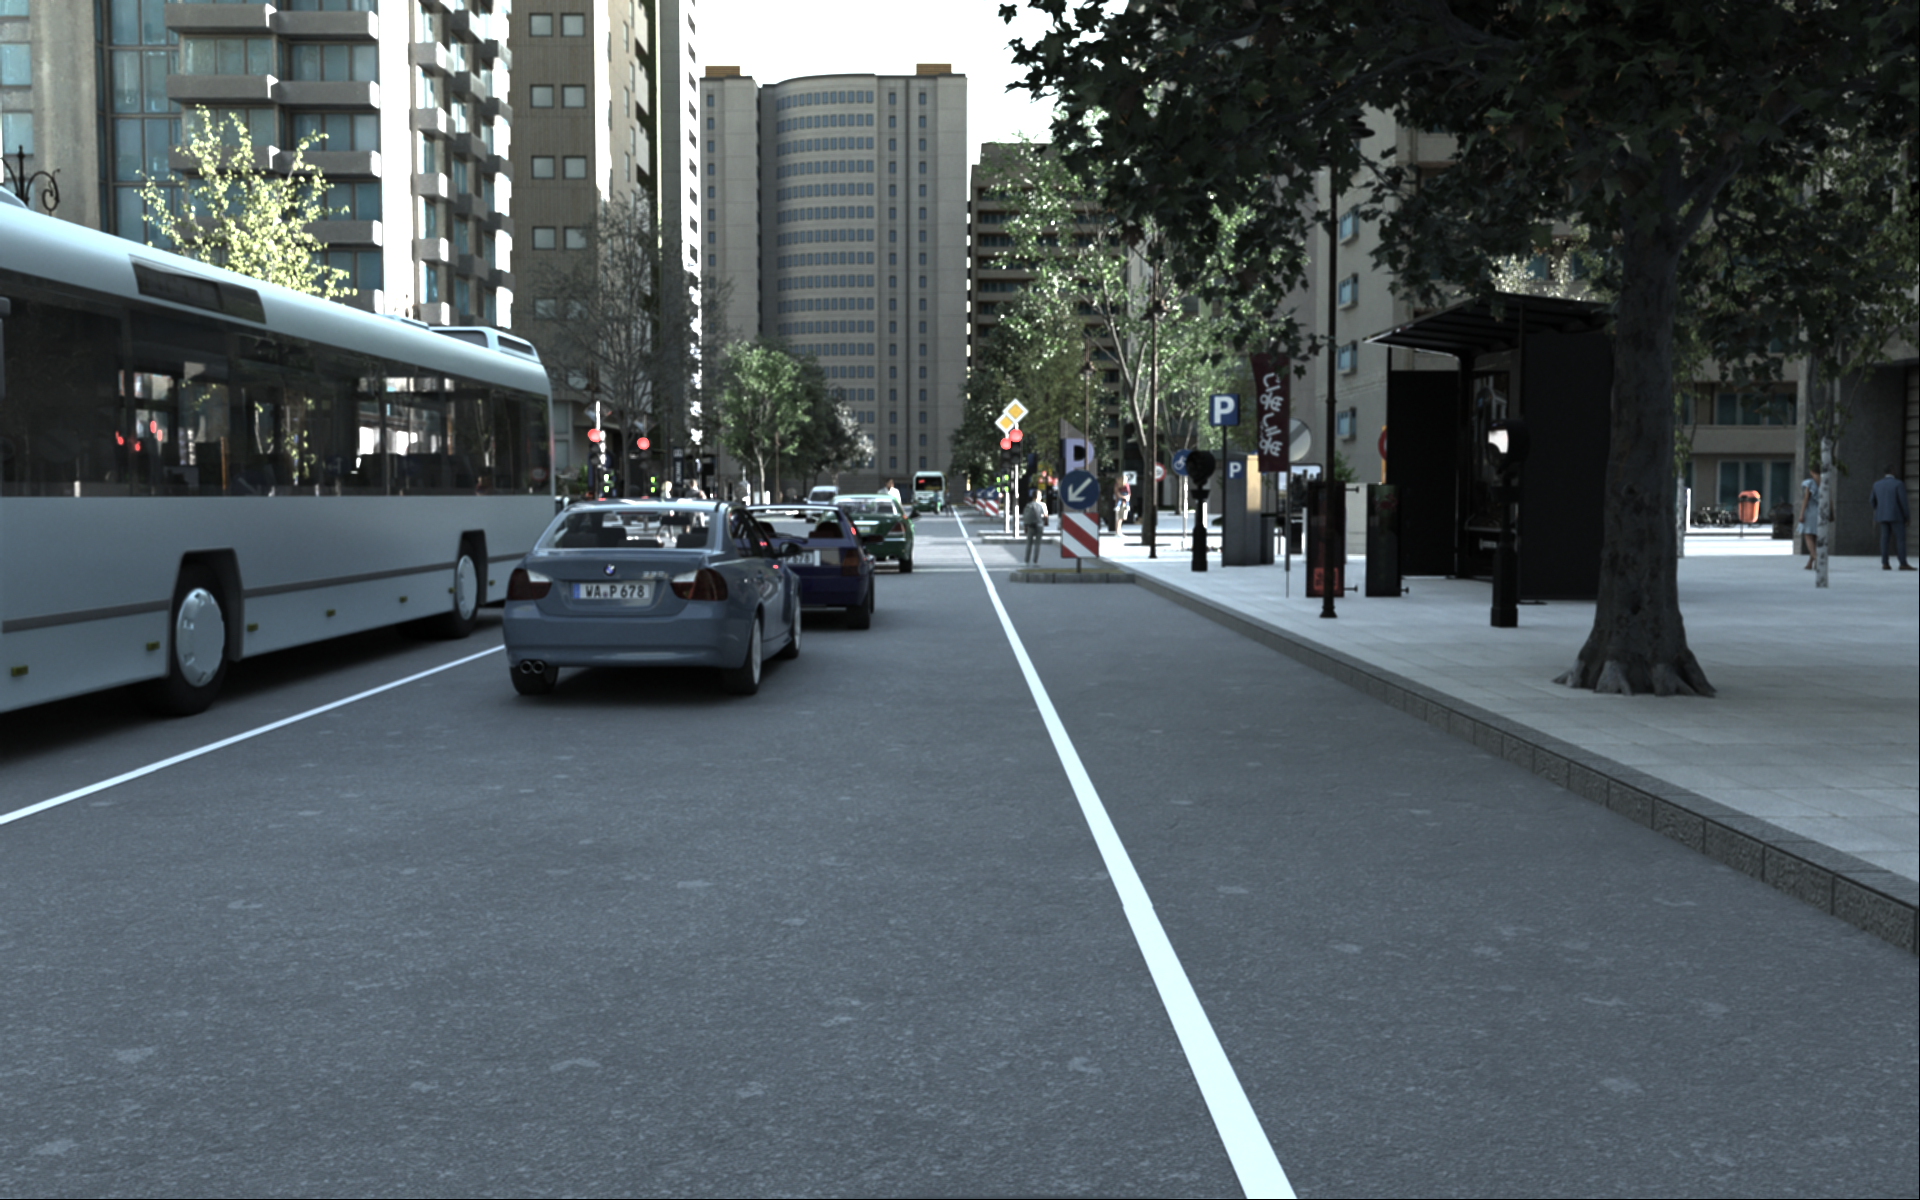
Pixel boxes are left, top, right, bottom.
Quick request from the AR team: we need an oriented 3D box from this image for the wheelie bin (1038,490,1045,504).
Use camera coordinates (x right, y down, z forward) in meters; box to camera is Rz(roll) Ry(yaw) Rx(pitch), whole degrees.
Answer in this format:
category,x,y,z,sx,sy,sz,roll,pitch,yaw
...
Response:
category,x,y,z,sx,sy,sz,roll,pitch,yaw
wheelie bin,6.171,-7.591,132.013,0.980,1.594,0.693,1,4,20

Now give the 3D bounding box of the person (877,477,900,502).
category,x,y,z,sx,sy,sz,roll,pitch,yaw
person,-1.741,-2.033,41.592,0.661,1.843,0.795,-1,4,-21

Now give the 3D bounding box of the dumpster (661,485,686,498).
category,x,y,z,sx,sy,sz,roll,pitch,yaw
dumpster,-14.981,-5.218,91.079,1.264,1.857,1.865,0,4,0

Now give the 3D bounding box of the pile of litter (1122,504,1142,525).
category,x,y,z,sx,sy,sz,roll,pitch,yaw
pile of litter,7.459,-3.645,73.560,1.176,0.858,1.719,2,4,34

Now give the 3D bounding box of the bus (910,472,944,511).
category,x,y,z,sx,sy,sz,roll,pitch,yaw
bus,-2.824,-9.496,150.122,2.948,3.499,13.247,0,4,-2

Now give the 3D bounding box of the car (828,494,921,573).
category,x,y,z,sx,sy,sz,roll,pitch,yaw
car,-1.804,-1.298,33.028,2.131,1.459,4.920,0,4,-1

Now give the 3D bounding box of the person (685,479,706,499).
category,x,y,z,sx,sy,sz,roll,pitch,yaw
person,-7.062,-2.313,46.276,0.622,1.834,0.822,-2,4,-34

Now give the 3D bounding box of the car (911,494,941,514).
category,x,y,z,sx,sy,sz,roll,pitch,yaw
car,-2.370,-6.626,120.139,2.131,1.459,4.920,0,4,1

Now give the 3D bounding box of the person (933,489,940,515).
category,x,y,z,sx,sy,sz,roll,pitch,yaw
person,-1.581,-6.567,116.218,0.444,1.785,0.601,0,4,6

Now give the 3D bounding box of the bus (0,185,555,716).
category,x,y,z,sx,sy,sz,roll,pitch,yaw
bus,-6.127,-1.170,13.985,2.948,3.499,13.247,0,4,0

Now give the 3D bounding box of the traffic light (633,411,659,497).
category,x,y,z,sx,sy,sz,roll,pitch,yaw
traffic light,-10.621,-4.259,58.555,0.839,4.253,0.868,0,4,0

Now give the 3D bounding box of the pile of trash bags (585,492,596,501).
category,x,y,z,sx,sy,sz,roll,pitch,yaw
pile of trash bags,-16.146,-3.659,69.573,3.447,1.369,1.912,0,4,1

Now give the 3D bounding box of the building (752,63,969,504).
category,x,y,z,sx,sy,sz,roll,pitch,yaw
building,-13.037,-42.694,240.051,28.212,58.520,21.231,0,4,0

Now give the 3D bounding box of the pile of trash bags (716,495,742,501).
category,x,y,z,sx,sy,sz,roll,pitch,yaw
pile of trash bags,-14.799,-5.920,106.545,3.447,1.369,1.912,1,4,11

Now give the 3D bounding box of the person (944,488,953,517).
category,x,y,z,sx,sy,sz,roll,pitch,yaw
person,-0.717,-6.141,109.182,0.520,1.790,0.573,-1,4,-22

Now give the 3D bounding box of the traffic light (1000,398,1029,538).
category,x,y,z,sx,sy,sz,roll,pitch,yaw
traffic light,1.601,-3.777,50.680,0.839,4.253,0.868,0,4,0

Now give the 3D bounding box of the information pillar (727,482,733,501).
category,x,y,z,sx,sy,sz,roll,pitch,yaw
information pillar,-13.820,-6.090,104.062,0.304,2.012,0.304,-1,4,-21

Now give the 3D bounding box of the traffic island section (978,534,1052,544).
category,x,y,z,sx,sy,sz,roll,pitch,yaw
traffic island section,1.641,-1.744,50.794,2.009,0.180,2.903,0,4,0

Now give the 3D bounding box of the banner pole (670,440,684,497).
category,x,y,z,sx,sy,sz,roll,pitch,yaw
banner pole,-13.198,-5.517,80.221,0.863,3.779,0.401,-1,4,-12

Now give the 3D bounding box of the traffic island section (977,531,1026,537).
category,x,y,z,sx,sy,sz,roll,pitch,yaw
traffic island section,1.579,-2.232,58.779,2.009,0.180,2.903,0,4,0

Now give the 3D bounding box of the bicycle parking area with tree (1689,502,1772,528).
category,x,y,z,sx,sy,sz,roll,pitch,yaw
bicycle parking area with tree,25.958,-4.961,68.111,9.016,4.147,8.231,0,4,1

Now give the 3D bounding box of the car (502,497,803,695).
category,x,y,z,sx,sy,sz,roll,pitch,yaw
car,-2.294,-0.101,13.653,2.014,1.417,4.499,0,4,1

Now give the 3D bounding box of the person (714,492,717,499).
category,x,y,z,sx,sy,sz,roll,pitch,yaw
person,-27.670,-11.543,195.223,0.683,1.767,0.568,-2,4,-28

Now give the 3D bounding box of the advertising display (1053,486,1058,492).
category,x,y,z,sx,sy,sz,roll,pitch,yaw
advertising display,7.106,-7.703,131.150,0.974,1.923,0.123,3,4,37

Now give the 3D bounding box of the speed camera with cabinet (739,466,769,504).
category,x,y,z,sx,sy,sz,roll,pitch,yaw
speed camera with cabinet,-14.653,-7.878,123.142,2.038,3.252,0.660,0,4,2

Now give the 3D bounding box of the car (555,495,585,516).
category,x,y,z,sx,sy,sz,roll,pitch,yaw
car,-5.956,-0.854,23.748,2.009,1.686,4.222,0,4,-1

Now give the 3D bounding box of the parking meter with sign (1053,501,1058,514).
category,x,y,z,sx,sy,sz,roll,pitch,yaw
parking meter with sign,6.919,-7.101,112.368,1.738,3.016,0.543,0,4,-8

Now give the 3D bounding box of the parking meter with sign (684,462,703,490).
category,x,y,z,sx,sy,sz,roll,pitch,yaw
parking meter with sign,-14.720,-5.913,92.937,1.738,3.016,0.543,-2,4,-30

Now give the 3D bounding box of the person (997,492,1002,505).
category,x,y,z,sx,sy,sz,roll,pitch,yaw
person,4.577,-11.944,202.263,0.756,1.711,0.436,0,4,4

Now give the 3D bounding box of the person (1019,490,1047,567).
category,x,y,z,sx,sy,sz,roll,pitch,yaw
person,1.442,-1.413,34.203,0.503,1.515,0.523,-1,4,-23

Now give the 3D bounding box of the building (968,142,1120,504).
category,x,y,z,sx,sy,sz,roll,pitch,yaw
building,11.862,-37.785,241.487,21.600,48.544,21.300,0,4,0

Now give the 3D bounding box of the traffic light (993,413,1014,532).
category,x,y,z,sx,sy,sz,roll,pitch,yaw
traffic light,1.539,-4.266,58.664,0.839,4.253,0.868,0,4,0

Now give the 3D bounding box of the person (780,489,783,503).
category,x,y,z,sx,sy,sz,roll,pitch,yaw
person,-20.122,-11.489,193.889,0.705,1.824,1.348,-2,4,-25

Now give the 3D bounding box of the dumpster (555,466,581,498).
category,x,y,z,sx,sy,sz,roll,pitch,yaw
dumpster,-13.912,-3.468,59.195,1.502,2.255,1.985,0,4,-1

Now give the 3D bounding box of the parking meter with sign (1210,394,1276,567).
category,x,y,z,sx,sy,sz,roll,pitch,yaw
parking meter with sign,5.095,-2.123,30.973,0.543,3.016,1.738,2,4,35

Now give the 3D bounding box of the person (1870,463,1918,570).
category,x,y,z,sx,sy,sz,roll,pitch,yaw
person,15.755,-1.409,29.262,0.419,1.800,0.721,-3,4,-38

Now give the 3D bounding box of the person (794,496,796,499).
category,x,y,z,sx,sy,sz,roll,pitch,yaw
person,-18.353,-11.382,192.857,0.721,1.743,1.217,-1,4,-10

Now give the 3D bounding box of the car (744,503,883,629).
category,x,y,z,sx,sy,sz,roll,pitch,yaw
car,-1.849,-0.435,19.694,1.945,1.354,3.894,0,4,-2

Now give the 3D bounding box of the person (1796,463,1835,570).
category,x,y,z,sx,sy,sz,roll,pitch,yaw
person,14.436,-1.408,29.161,0.616,1.811,0.778,1,4,9

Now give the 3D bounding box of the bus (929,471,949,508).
category,x,y,z,sx,sy,sz,roll,pitch,yaw
bus,-2.616,-11.781,184.168,2.896,3.916,12.252,0,4,0

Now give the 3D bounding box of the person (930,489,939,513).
category,x,y,z,sx,sy,sz,roll,pitch,yaw
person,-1.945,-7.626,133.451,0.573,1.790,0.520,2,4,31

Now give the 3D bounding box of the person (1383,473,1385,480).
category,x,y,z,sx,sy,sz,roll,pitch,yaw
person,9.547,-1.990,38.760,0.526,1.800,0.537,0,4,0

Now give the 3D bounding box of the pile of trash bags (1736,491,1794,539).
category,x,y,z,sx,sy,sz,roll,pitch,yaw
pile of trash bags,23.735,-2.431,49.499,1.912,1.369,3.447,-2,4,-28

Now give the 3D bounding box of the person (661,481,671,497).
category,x,y,z,sx,sy,sz,roll,pitch,yaw
person,-8.693,-2.591,51.037,0.728,1.800,0.709,-1,4,-23

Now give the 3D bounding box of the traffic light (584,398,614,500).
category,x,y,z,sx,sy,sz,roll,pitch,yaw
traffic light,-10.560,-3.771,50.570,0.839,4.253,0.868,0,4,0

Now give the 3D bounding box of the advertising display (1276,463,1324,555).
category,x,y,z,sx,sy,sz,roll,pitch,yaw
advertising display,7.188,-1.924,36.668,0.974,1.923,0.123,1,4,23

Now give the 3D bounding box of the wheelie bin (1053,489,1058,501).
category,x,y,z,sx,sy,sz,roll,pitch,yaw
wheelie bin,6.545,-6.629,116.297,0.693,1.594,0.980,1,4,22

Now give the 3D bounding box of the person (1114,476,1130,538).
category,x,y,z,sx,sy,sz,roll,pitch,yaw
person,4.762,-2.763,51.195,0.573,1.828,0.580,-3,4,-39

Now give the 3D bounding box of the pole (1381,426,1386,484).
category,x,y,z,sx,sy,sz,roll,pitch,yaw
pole,12.670,-3.536,51.664,0.158,3.312,0.155,0,3,0
